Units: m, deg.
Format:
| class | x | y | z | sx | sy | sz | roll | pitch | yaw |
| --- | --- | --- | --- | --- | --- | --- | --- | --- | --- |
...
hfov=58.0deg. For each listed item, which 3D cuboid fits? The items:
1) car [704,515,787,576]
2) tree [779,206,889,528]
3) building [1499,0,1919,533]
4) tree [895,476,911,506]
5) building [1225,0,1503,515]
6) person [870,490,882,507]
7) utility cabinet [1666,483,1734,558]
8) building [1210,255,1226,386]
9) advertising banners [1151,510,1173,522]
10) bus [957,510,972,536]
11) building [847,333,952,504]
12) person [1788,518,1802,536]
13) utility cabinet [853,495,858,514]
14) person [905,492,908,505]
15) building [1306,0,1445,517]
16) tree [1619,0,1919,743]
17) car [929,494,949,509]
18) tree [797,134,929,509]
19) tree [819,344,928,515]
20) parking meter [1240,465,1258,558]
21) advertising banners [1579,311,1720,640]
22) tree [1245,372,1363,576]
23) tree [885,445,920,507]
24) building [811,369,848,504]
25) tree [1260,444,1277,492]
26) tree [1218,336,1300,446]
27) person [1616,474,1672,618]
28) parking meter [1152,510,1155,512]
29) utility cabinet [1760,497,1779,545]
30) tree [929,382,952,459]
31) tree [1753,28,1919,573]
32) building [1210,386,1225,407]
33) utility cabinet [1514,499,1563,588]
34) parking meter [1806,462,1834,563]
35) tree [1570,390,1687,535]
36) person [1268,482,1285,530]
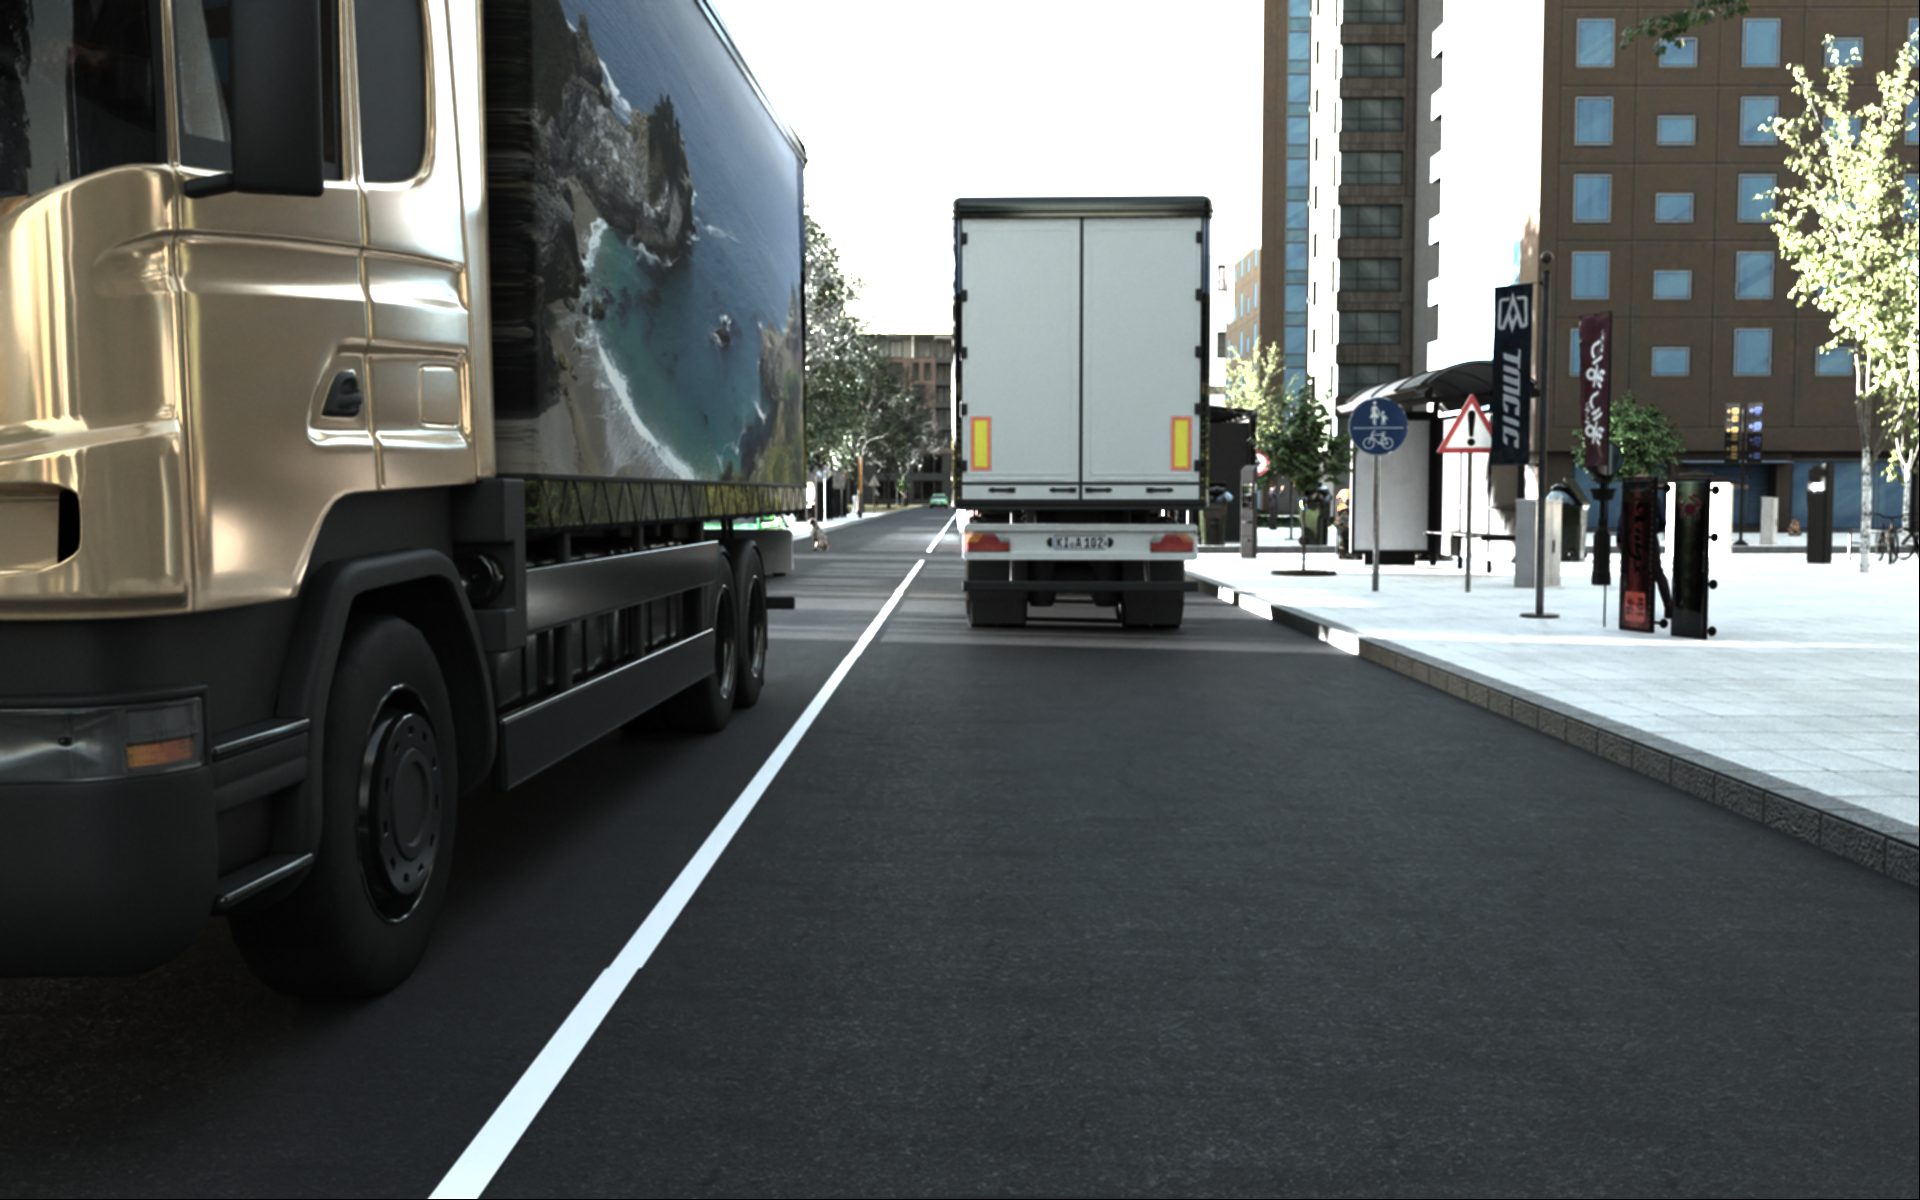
| class | x | y | z | sx | sy | sz | roll | pitch | yaw |
| --- | --- | --- | --- | --- | --- | --- | --- | --- | --- |
| car | -3.977 | -1.238 | 29.040 | 1.959 | 1.807 | 4.718 | 0 | 4 | 2 |
| tree | -7.076 | -9.103 | 65.844 | 9.611 | 12.733 | 9.660 | 0 | 3 | 0 |
| building | 26.140 | -25.248 | 62.916 | 14.200 | 45.320 | 14.600 | 0 | 4 | 0 |
| tree | -5.926 | -11.455 | 181.889 | 1.663 | 3.219 | 1.824 | 0 | 3 | 0 |
| building | 25.092 | -28.203 | 111.222 | 14.600 | 45.320 | 14.200 | 0 | 4 | 0 |
| person | -8.599 | -10.438 | 177.442 | 1.217 | 1.736 | 0.721 | -1 | 4 | -23 |
| utility cabinet | 14.768 | -1.584 | 34.576 | 1.173 | 1.500 | 0.318 | 3 | 4 | 38 |
| building | 33.616 | -19.589 | 164.252 | 27.936 | 21.610 | 32.646 | 0 | 4 | 0 |
| advertising banners | 4.989 | -3.077 | 46.491 | 2.074 | 3.025 | 0.090 | -2 | 4 | -33 |
| bus | 1.269 | -3.786 | 56.757 | 2.948 | 3.499 | 13.247 | 0 | 4 | -1 |
| building | 2.662 | -23.663 | 230.860 | 32.646 | 21.610 | 27.936 | 0 | 4 | 0 |
| person | 25.550 | -2.234 | 53.043 | 0.381 | 0.543 | 0.357 | 1 | 4 | 11 |
| utility cabinet | -6.673 | -6.105 | 110.974 | 0.306 | 1.237 | 1.020 | 0 | 4 | 4 |
| person | -6.031 | -11.443 | 193.277 | 0.705 | 1.807 | 1.348 | 1 | 4 | 20 |
| building | 25.090 | -19.441 | 89.562 | 14.160 | 30.474 | 14.107 | 0 | 4 | 0 |
| tree | 5.574 | -5.048 | 8.292 | 9.928 | 11.665 | 9.643 | 0 | 3 | 0 |
| car | -2.111 | -10.060 | 173.274 | 1.959 | 1.807 | 4.718 | 0 | 4 | 0 |
| tree | -7.017 | -8.685 | 52.375 | 12.009 | 13.543 | 11.850 | 0 | 3 | 0 |
| tree | -5.991 | -10.540 | 106.740 | 7.601 | 10.594 | 8.767 | 2 | 4 | 23 |
| parking meter | 5.781 | -1.769 | 34.637 | 0.255 | 1.863 | 0.399 | 2 | 4 | 24 |
| advertising banners | 6.338 | -1.218 | 16.095 | 0.090 | 3.025 | 2.074 | -1 | 4 | -14 |
| tree | 5.602 | -2.012 | 27.492 | 1.663 | 3.219 | 1.824 | 0 | 3 | 0 |
| tree | -6.099 | -13.618 | 173.013 | 4.360 | 8.622 | 3.978 | 0 | 3 | 0 |
| building | -29.985 | -23.656 | 230.742 | 32.646 | 21.610 | 27.936 | 0 | 4 | 0 |
| tree | 15.028 | -6.457 | 89.279 | 4.285 | 4.588 | 4.351 | 0 | 3 | 0 |
| tree | 13.944 | -8.028 | 81.624 | 4.737 | 8.622 | 4.395 | 0 | 3 | 0 |
| person | 7.189 | -0.574 | 18.119 | 0.574 | 1.496 | 0.600 | 2 | 4 | 26 |
| parking meter | 8.017 | -3.874 | 71.757 | 0.372 | 1.533 | 0.369 | 0 | 3 | 0 |
| utility cabinet | 20.577 | -2.009 | 44.015 | 0.306 | 1.237 | 1.020 | 2 | 4 | 32 |
| tree | -6.246 | -14.630 | 149.575 | 12.009 | 13.543 | 11.850 | 0 | 3 | 0 |
| tree | 14.868 | -4.735 | 27.787 | 4.737 | 8.622 | 4.395 | 0 | 3 | 0 |
| building | 23.752 | -11.757 | 134.376 | 9.099 | 9.664 | 28.070 | 0 | 4 | 0 |
| utility cabinet | 8.030 | -0.786 | 24.017 | 0.306 | 1.237 | 1.020 | 3 | 5 | 39 |
| parking meter | 15.973 | -1.618 | 32.173 | 0.255 | 1.863 | 0.399 | -2 | 4 | -29 |
| tree | 20.927 | -4.312 | 54.212 | 4.285 | 4.588 | 4.351 | 0 | 3 | 0 |
| person | 11.388 | -3.385 | 62.196 | 0.742 | 1.727 | 0.445 | 3 | 5 | 39 |
